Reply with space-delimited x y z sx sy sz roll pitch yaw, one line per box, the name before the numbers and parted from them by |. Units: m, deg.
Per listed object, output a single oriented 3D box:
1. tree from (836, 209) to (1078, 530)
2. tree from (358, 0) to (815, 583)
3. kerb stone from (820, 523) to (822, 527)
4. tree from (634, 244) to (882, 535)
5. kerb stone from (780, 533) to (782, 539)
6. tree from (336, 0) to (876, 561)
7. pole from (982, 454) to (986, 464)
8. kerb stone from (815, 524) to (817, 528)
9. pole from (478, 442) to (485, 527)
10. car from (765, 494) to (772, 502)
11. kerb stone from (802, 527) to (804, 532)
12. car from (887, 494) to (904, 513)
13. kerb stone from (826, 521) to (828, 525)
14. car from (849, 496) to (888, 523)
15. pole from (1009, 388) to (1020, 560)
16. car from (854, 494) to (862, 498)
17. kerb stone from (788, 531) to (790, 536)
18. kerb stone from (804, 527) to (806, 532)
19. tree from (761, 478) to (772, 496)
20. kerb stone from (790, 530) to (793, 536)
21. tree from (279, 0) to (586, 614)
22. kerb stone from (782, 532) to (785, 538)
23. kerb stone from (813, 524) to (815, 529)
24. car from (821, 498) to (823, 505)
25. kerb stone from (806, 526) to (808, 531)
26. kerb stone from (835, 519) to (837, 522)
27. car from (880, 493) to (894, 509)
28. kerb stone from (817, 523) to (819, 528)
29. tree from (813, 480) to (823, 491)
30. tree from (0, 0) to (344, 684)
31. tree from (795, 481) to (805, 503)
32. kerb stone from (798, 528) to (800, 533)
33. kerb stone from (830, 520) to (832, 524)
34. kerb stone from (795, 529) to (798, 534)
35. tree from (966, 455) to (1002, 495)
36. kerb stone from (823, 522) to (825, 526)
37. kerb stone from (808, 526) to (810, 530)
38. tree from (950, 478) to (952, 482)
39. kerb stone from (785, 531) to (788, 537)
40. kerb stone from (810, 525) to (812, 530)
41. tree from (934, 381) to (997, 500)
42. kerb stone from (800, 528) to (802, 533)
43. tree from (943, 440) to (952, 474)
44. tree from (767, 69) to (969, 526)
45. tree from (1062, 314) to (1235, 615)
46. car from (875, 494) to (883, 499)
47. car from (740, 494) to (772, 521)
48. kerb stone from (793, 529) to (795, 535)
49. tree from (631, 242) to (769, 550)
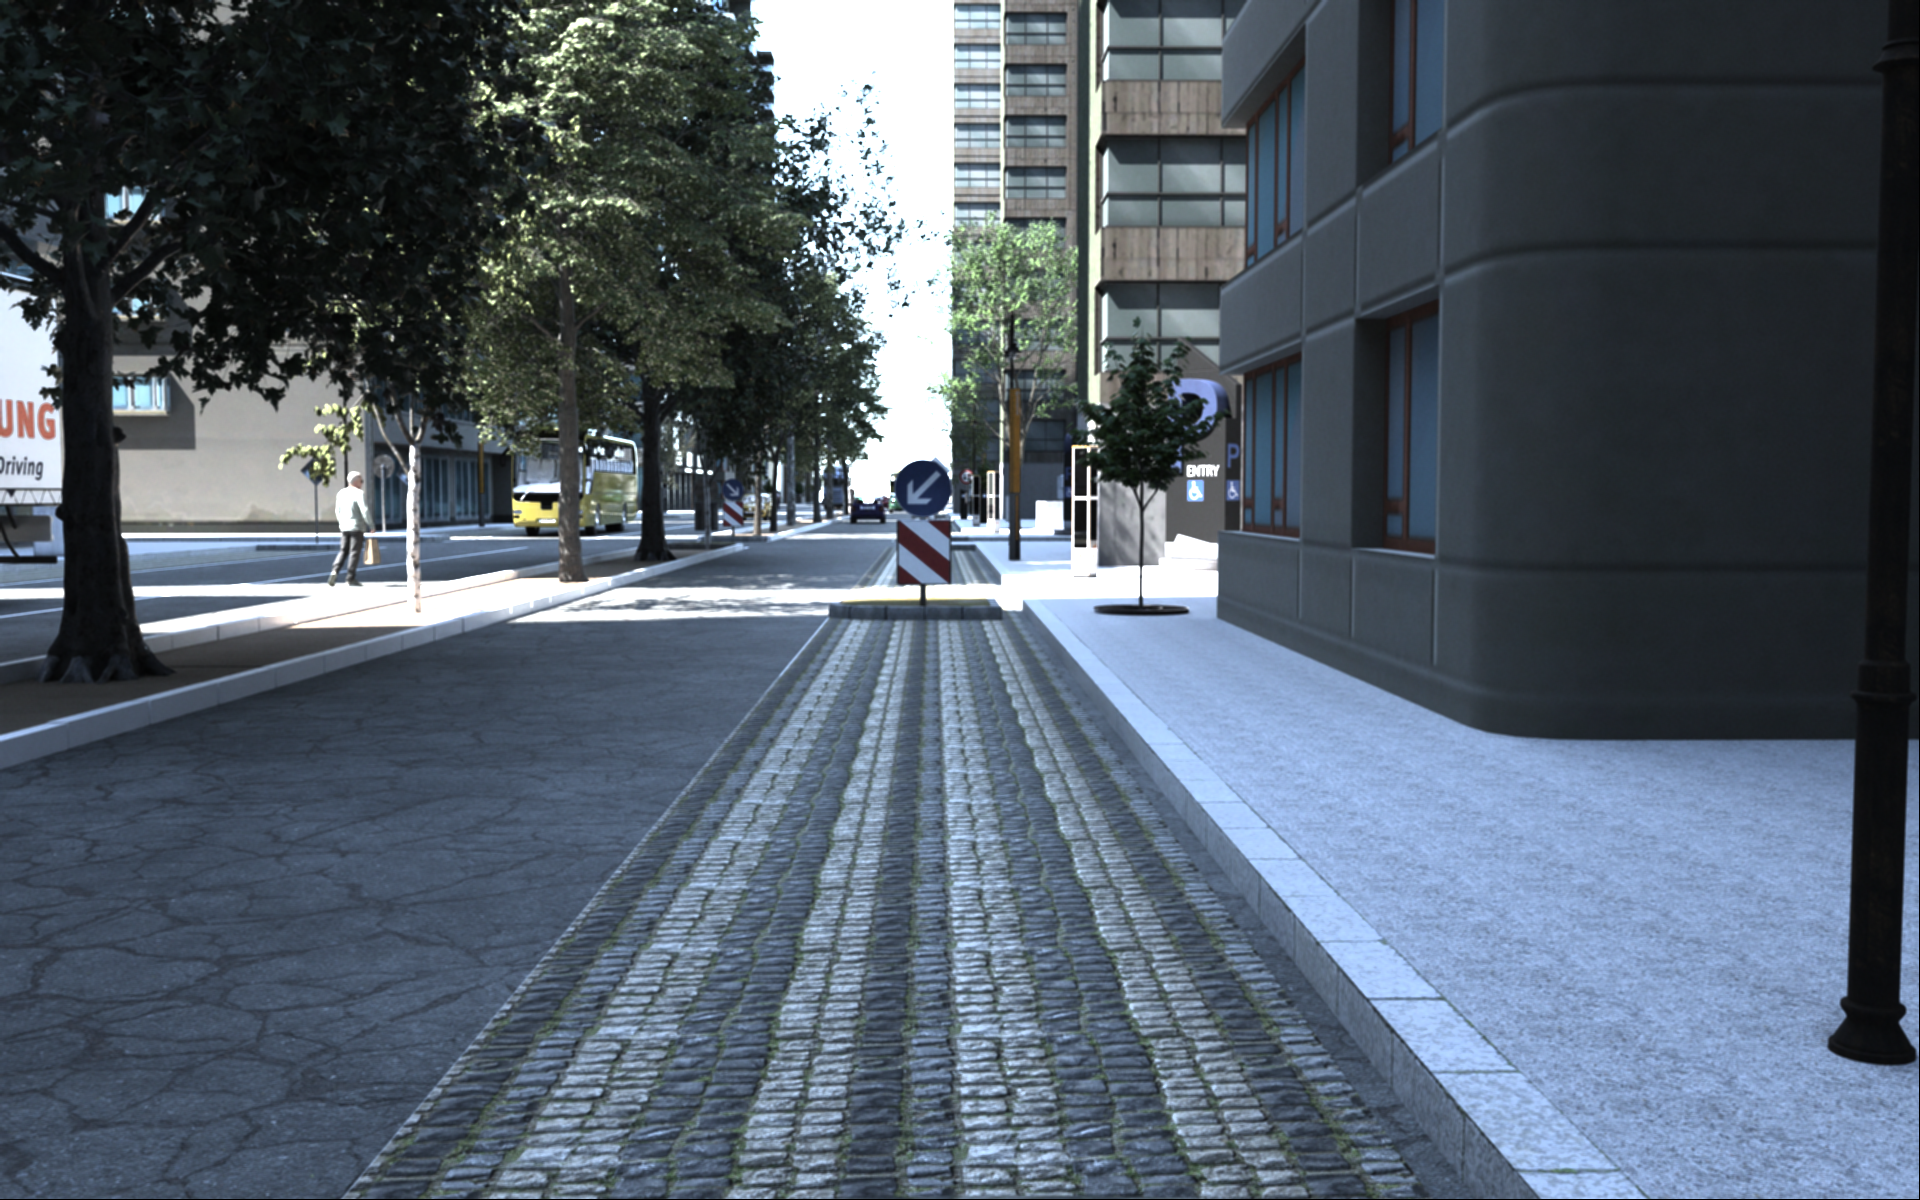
tree | 2.065 -8.359 62.423 9.928 11.665 9.643 0 3 0
tree | -6.180 -6.524 27.248 7.486 12.596 7.792 0 3 0
kerb stone | -6.131 -3.189 74.332 0.120 0.150 1.000 0 4 -1
tree | -7.109 -7.845 65.137 8.767 10.594 7.601 0 4 -1
kerb stone | -5.809 -1.998 54.870 0.120 0.150 1.000 0 4 -1
tree | -6.598 -7.174 36.761 9.611 12.733 9.660 0 3 0
pole | 1.202 -5.722 87.395 0.158 3.312 0.155 0 3 0
kerb stone | -6.077 -3.001 71.255 0.120 0.150 1.000 0 4 -1
pole | -18.753 -4.526 67.836 0.158 3.312 0.155 0 3 0
car | -14.357 -6.926 123.463 2.015 1.641 3.980 0 4 1
kerb stone | -5.965 -2.556 64.091 0.120 0.150 1.000 0 4 -1
car | -4.488 -7.364 132.194 2.131 1.459 4.920 0 4 -1
kerb stone | -6.196 -3.433 78.430 0.120 0.150 1.000 0 4 -1
car | -4.539 -4.473 85.720 1.945 1.354 3.894 0 4 -2
pole | 1.062 -2.429 33.550 0.158 3.312 0.155 0 3 0
car | -12.931 -12.705 216.525 1.959 1.807 4.718 0 4 -2
kerb stone | -5.864 -2.187 57.952 0.120 0.150 1.000 0 4 -1
kerb stone | -5.980 -2.625 65.117 0.120 0.150 1.000 0 4 -1
tree | -21.096 -12.006 190.895 1.663 3.219 1.824 0 3 0
kerb stone | -5.876 -2.243 58.977 0.120 0.150 1.000 0 4 -1
tree | -6.544 -4.148 20.632 4.737 8.622 4.395 0 3 0
kerb stone | -5.827 -2.061 55.892 0.120 0.150 1.000 0 4 -1
kerb stone | -6.063 -2.928 70.233 0.120 0.150 1.000 0 4 -1
car | -16.744 -12.763 221.262 1.945 1.354 3.894 0 4 1
kerb stone | -5.993 -2.684 66.143 0.120 0.150 1.000 0 4 -1
kerb stone | -6.312 -3.878 85.594 0.120 0.150 1.000 0 4 -1
car | -5.841 -8.416 146.635 2.155 1.783 4.494 0 4 -2
kerb stone | -6.099 -3.063 72.281 0.120 0.150 1.000 0 4 -1
tree | -23.709 -18.403 284.595 4.285 4.588 4.351 0 3 0
tree | -6.707 -5.721 13.003 9.611 12.733 9.660 0 3 0
tree | -21.978 -14.899 238.203 1.663 3.219 1.824 0 3 0
kerb stone | -5.929 -2.437 62.044 0.120 0.150 1.000 0 4 -1
kerb stone | -6.249 -3.627 81.500 0.120 0.150 1.000 0 4 -1
kerb stone | -5.912 -2.375 61.021 0.120 0.150 1.000 0 4 -1
tree | 1.111 -5.520 84.858 1.663 3.219 1.824 0 3 0
kerb stone | -6.168 -3.313 76.376 0.120 0.150 1.000 0 4 -1
kerb stone | -6.013 -2.750 67.166 0.120 0.150 1.000 0 4 -1
tree | -0.619 -10.594 167.814 1.663 3.219 1.824 0 3 0
kerb stone | -5.853 -2.121 56.929 0.120 0.150 1.000 0 4 -1
kerb stone | -6.029 -2.811 68.189 0.120 0.150 1.000 0 4 -1
tree | 0.562 -9.769 110.089 4.737 8.622 4.395 0 3 0
kerb stone | -5.949 -2.500 63.066 0.120 0.150 1.000 0 4 -1
tree | -0.113 -16.252 216.086 4.360 8.622 3.978 0 3 0
tree | -6.351 -13.336 76.387 12.611 20.169 13.585 0 3 0
tree | 1.926 -1.483 18.847 1.663 3.219 1.824 0 3 0
car | -12.727 -15.935 272.539 2.014 1.417 4.499 0 4 -2
car | -11.150 -5.120 93.927 2.015 1.641 3.980 0 3 0
kerb stone | -5.896 -2.312 59.999 0.120 0.150 1.000 0 4 -1
tree | -6.451 -5.574 43.961 4.360 8.622 3.978 0 3 0
